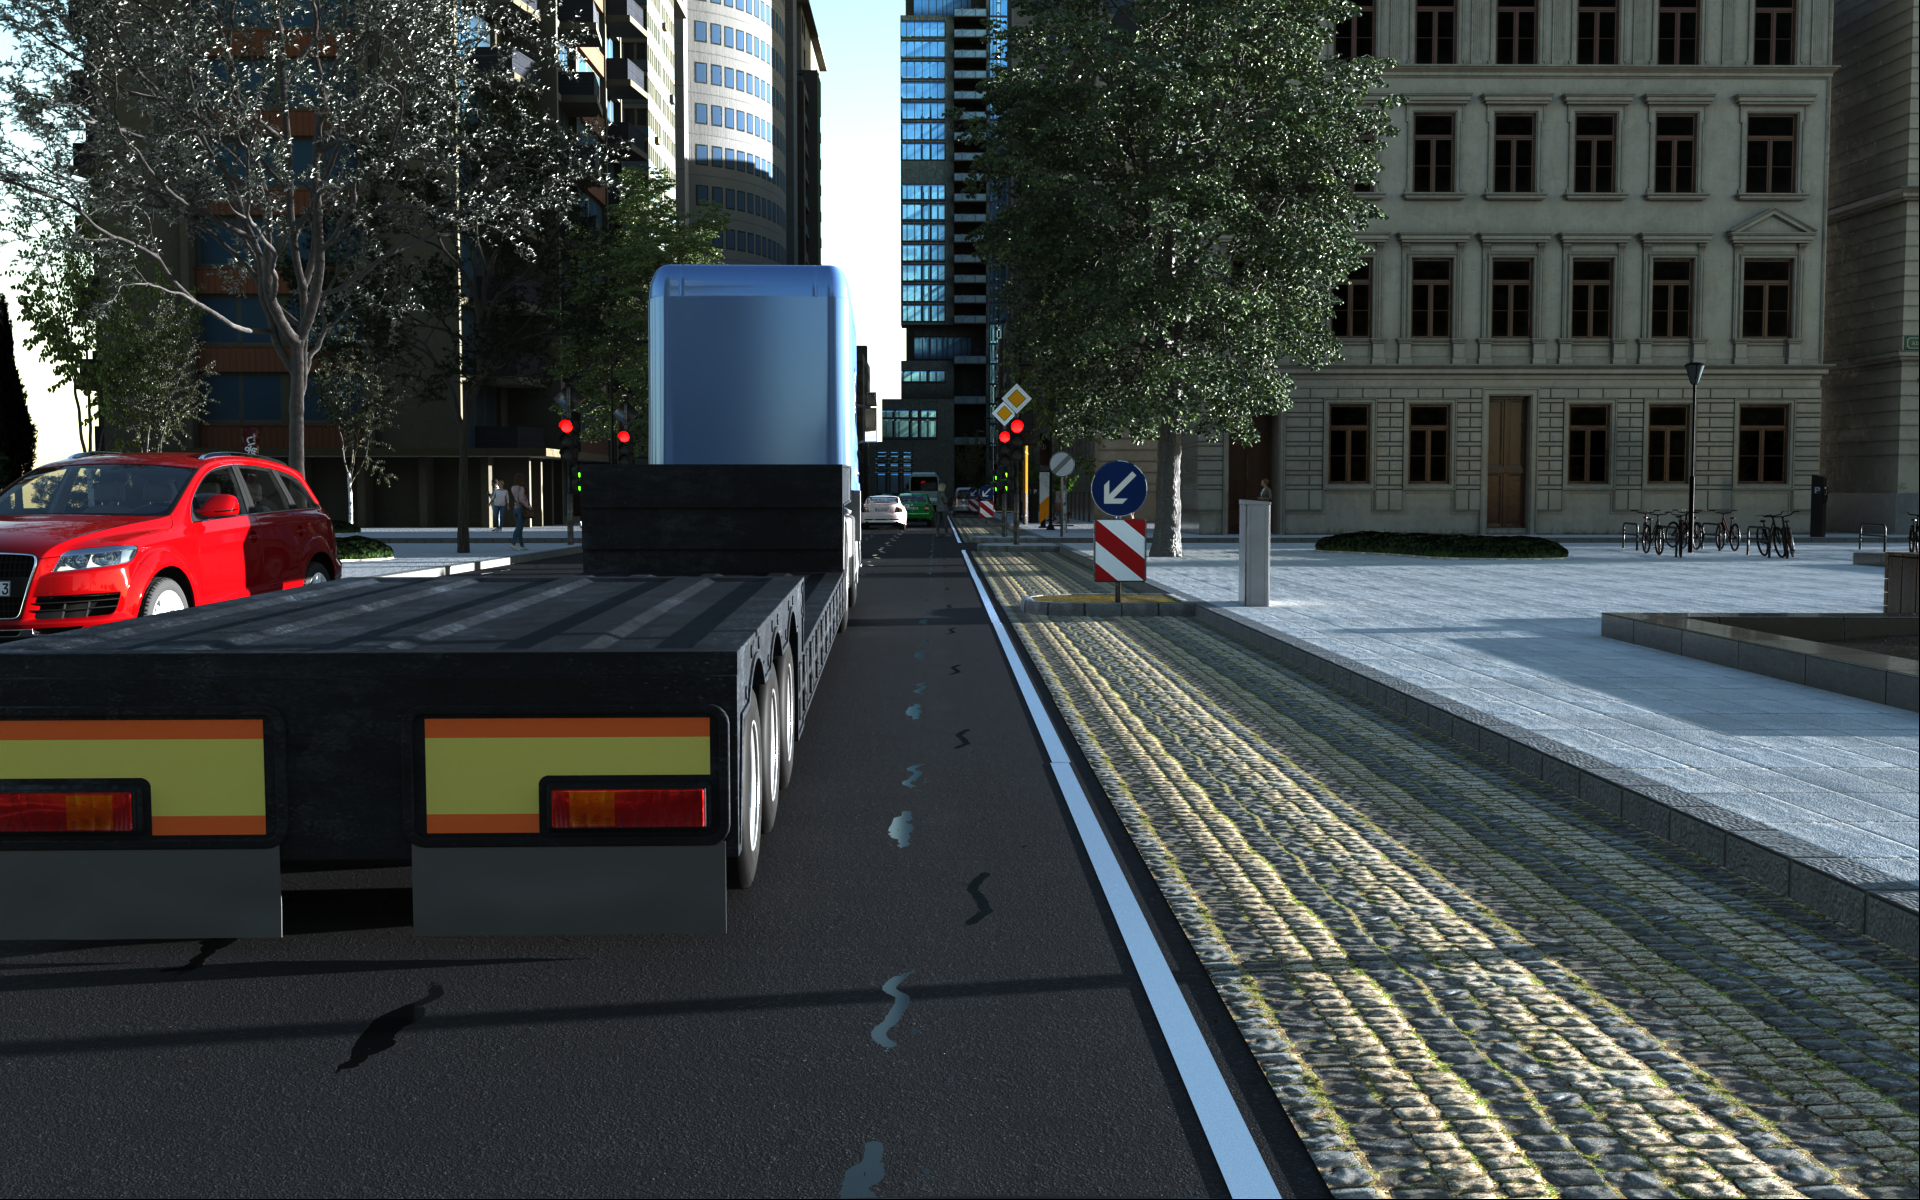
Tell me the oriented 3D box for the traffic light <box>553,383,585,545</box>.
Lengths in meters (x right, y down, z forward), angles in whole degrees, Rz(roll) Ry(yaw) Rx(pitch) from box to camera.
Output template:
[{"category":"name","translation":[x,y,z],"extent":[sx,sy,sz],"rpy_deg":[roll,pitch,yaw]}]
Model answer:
[{"category":"traffic light","translation":[-9.846,-3.353,43.749],"extent":[0.839,4.253,0.868],"rpy_deg":[0,4,-1]}]

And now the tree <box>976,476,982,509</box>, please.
[{"category":"tree","translation":[2.781,-9.266,146.094],"extent":[1.663,3.219,1.824],"rpy_deg":[0,3,0]}]

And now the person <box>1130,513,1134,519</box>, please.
[{"category":"person","translation":[6.735,-3.719,67.852],"extent":[0.522,1.701,0.512],"rpy_deg":[-1,4,-23]}]

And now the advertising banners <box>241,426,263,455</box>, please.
[{"category":"advertising banners","translation":[-18.932,-2.945,44.336],"extent":[2.074,3.025,0.090],"rpy_deg":[-2,4,-27]}]

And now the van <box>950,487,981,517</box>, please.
[{"category":"van","translation":[0.362,-6.259,109.349],"extent":[2.013,2.044,4.112],"rpy_deg":[0,4,-1]}]

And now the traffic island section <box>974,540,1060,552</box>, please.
[{"category":"traffic island section","translation":[1.454,-1.330,44.025],"extent":[2.009,0.180,2.903],"rpy_deg":[0,4,-1]}]

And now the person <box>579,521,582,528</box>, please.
[{"category":"person","translation":[-13.809,-3.589,64.561],"extent":[0.661,1.843,0.795],"rpy_deg":[3,4,36]}]

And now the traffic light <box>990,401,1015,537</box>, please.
[{"category":"traffic light","translation":[1.311,-3.852,51.895],"extent":[0.839,4.253,0.868],"rpy_deg":[0,4,-1]}]

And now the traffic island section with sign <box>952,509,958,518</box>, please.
[{"category":"traffic island section with sign","translation":[0.688,-5.806,103.559],"extent":[1.989,1.847,2.006],"rpy_deg":[0,4,-1]}]

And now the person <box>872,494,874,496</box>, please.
[{"category":"person","translation":[-8.302,-9.107,160.588],"extent":[0.799,1.438,0.628],"rpy_deg":[-3,5,-43]}]

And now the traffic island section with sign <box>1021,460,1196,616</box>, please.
[{"category":"traffic island section with sign","translation":[1.756,-0.765,21.128],"extent":[1.989,1.847,2.006],"rpy_deg":[0,4,-1]}]

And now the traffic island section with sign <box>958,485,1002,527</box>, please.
[{"category":"traffic island section with sign","translation":[1.043,-4.158,76.606],"extent":[1.989,1.847,2.006],"rpy_deg":[0,4,-1]}]

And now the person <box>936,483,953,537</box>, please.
[{"category":"person","translation":[-0.566,-3.043,58.432],"extent":[0.526,1.800,0.537],"rpy_deg":[-1,4,-23]}]

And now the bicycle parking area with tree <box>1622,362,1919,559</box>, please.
[{"category":"bicycle parking area with tree","translation":[18.633,-3.089,37.507],"extent":[8.231,4.147,9.016],"rpy_deg":[2,4,25]}]

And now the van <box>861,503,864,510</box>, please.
[{"category":"van","translation":[-3.157,-1.930,38.561],"extent":[2.013,2.044,4.112],"rpy_deg":[0,4,-2]}]

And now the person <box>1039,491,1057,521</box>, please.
[{"category":"person","translation":[4.191,-4.634,81.923],"extent":[0.853,1.813,0.709],"rpy_deg":[1,4,13]}]

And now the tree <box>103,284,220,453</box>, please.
[{"category":"tree","translation":[-28.543,-6.796,61.471],"extent":[4.360,8.622,3.978],"rpy_deg":[0,3,0]}]

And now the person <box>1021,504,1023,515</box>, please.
[{"category":"person","translation":[3.748,-5.969,103.852],"extent":[0.699,1.804,1.509],"rpy_deg":[1,4,9]}]

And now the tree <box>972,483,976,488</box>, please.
[{"category":"tree","translation":[2.174,-9.632,152.076],"extent":[1.663,3.219,1.824],"rpy_deg":[0,3,0]}]

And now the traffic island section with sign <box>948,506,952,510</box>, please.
[{"category":"traffic island section with sign","translation":[0.026,-8.917,154.418],"extent":[1.989,1.847,2.006],"rpy_deg":[0,4,-1]}]

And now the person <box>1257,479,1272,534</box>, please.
[{"category":"person","translation":[9.325,-2.851,53.203],"extent":[0.362,1.759,0.519],"rpy_deg":[-1,4,-20]}]

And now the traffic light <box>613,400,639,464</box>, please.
[{"category":"traffic light","translation":[-9.949,-3.842,51.734],"extent":[0.839,4.253,0.868],"rpy_deg":[0,4,-1]}]

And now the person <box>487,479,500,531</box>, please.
[{"category":"person","translation":[-16.188,-3.300,60.179],"extent":[0.466,1.800,0.511],"rpy_deg":[-1,4,-16]}]

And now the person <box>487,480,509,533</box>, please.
[{"category":"person","translation":[-15.274,-3.091,57.251],"extent":[0.731,1.740,0.598],"rpy_deg":[-1,4,-13]}]

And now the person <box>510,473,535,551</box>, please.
[{"category":"person","translation":[-10.016,-1.999,39.313],"extent":[0.643,1.750,0.593],"rpy_deg":[-3,5,-44]}]

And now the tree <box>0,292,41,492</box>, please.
[{"category":"tree","translation":[-65.375,-13.119,116.313],"extent":[13.155,14.587,18.604],"rpy_deg":[0,4,-3]}]

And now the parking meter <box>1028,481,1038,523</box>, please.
[{"category":"parking meter","translation":[3.260,-4.353,76.888],"extent":[0.399,1.863,0.255],"rpy_deg":[-2,4,-29]}]

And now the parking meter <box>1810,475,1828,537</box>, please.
[{"category":"parking meter","translation":[25.595,-2.807,51.600],"extent":[0.255,1.863,0.399],"rpy_deg":[-3,5,-41]}]

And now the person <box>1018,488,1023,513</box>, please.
[{"category":"person","translation":[3.340,-5.350,93.361],"extent":[0.795,1.843,0.661],"rpy_deg":[2,4,31]}]

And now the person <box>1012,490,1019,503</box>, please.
[{"category":"person","translation":[2.849,-4.987,87.755],"extent":[0.419,1.800,0.721],"rpy_deg":[1,4,20]}]

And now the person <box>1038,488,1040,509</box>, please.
[{"category":"person","translation":[3.945,-4.982,87.744],"extent":[0.529,1.795,0.600],"rpy_deg":[2,4,31]}]

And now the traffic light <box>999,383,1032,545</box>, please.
[{"category":"traffic light","translation":[1.414,-3.363,43.910],"extent":[0.839,4.253,0.868],"rpy_deg":[0,4,-1]}]

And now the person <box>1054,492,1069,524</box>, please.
[{"category":"person","translation":[4.305,-4.213,75.038],"extent":[0.853,1.813,0.709],"rpy_deg":[-2,4,-32]}]

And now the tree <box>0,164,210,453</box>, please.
[{"category":"tree","translation":[-19.613,-5.438,39.275],"extent":[4.737,8.622,4.395],"rpy_deg":[0,3,0]}]

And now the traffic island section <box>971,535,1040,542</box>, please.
[{"category":"traffic island section","translation":[1.351,-1.818,52.009],"extent":[2.009,0.180,2.903],"rpy_deg":[0,4,-1]}]

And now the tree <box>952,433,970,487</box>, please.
[{"category":"tree","translation":[1.278,-15.422,202.507],"extent":[4.737,8.622,4.395],"rpy_deg":[0,3,0]}]

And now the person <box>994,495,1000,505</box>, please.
[{"category":"person","translation":[3.637,-10.465,180.412],"extent":[1.065,1.426,0.557],"rpy_deg":[0,4,3]}]

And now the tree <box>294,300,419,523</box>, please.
[{"category":"tree","translation":[-21.543,-6.786,61.307],"extent":[4.360,8.622,3.978],"rpy_deg":[0,3,0]}]

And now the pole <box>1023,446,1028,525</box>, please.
[{"category":"pole","translation":[2.755,-4.839,72.958],"extent":[0.158,3.312,0.155],"rpy_deg":[0,3,0]}]
